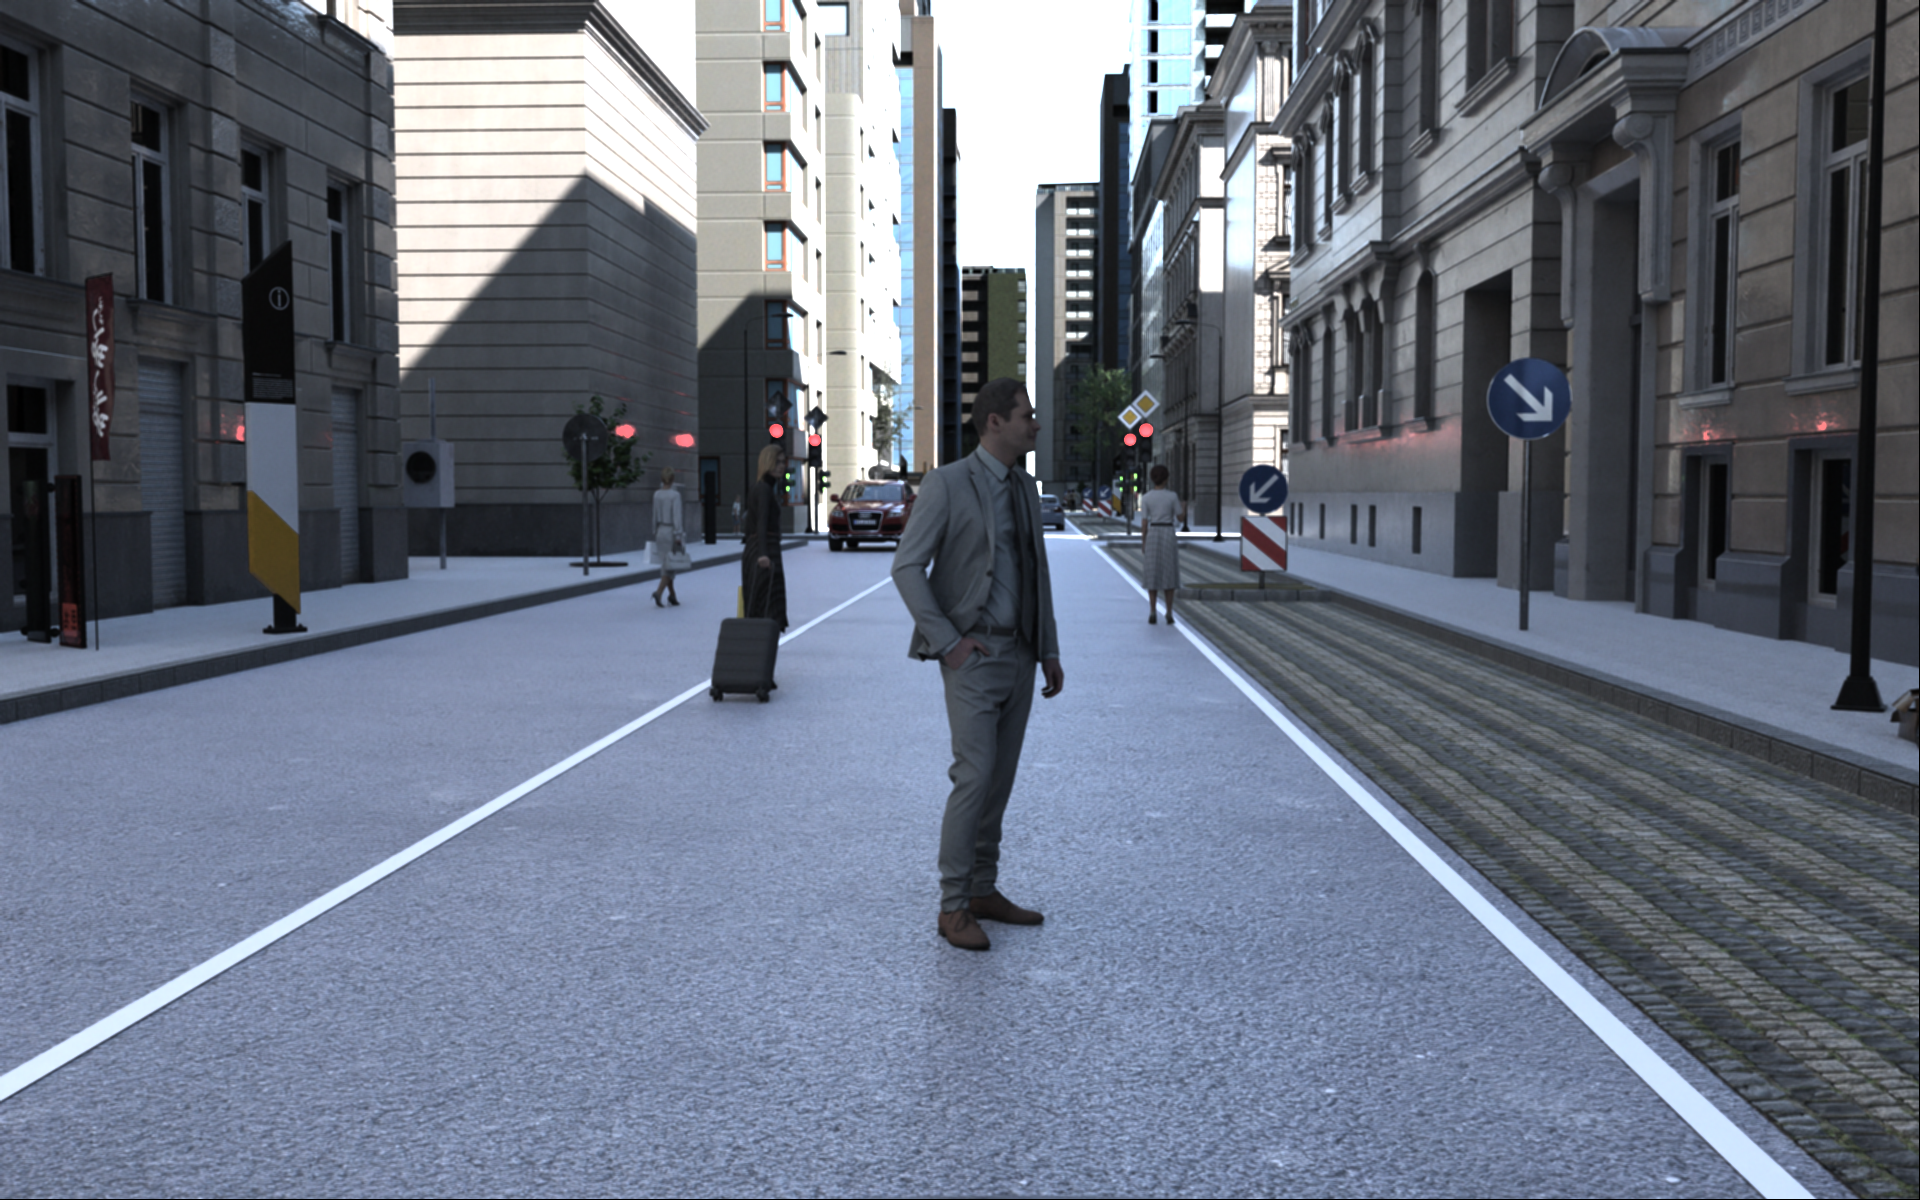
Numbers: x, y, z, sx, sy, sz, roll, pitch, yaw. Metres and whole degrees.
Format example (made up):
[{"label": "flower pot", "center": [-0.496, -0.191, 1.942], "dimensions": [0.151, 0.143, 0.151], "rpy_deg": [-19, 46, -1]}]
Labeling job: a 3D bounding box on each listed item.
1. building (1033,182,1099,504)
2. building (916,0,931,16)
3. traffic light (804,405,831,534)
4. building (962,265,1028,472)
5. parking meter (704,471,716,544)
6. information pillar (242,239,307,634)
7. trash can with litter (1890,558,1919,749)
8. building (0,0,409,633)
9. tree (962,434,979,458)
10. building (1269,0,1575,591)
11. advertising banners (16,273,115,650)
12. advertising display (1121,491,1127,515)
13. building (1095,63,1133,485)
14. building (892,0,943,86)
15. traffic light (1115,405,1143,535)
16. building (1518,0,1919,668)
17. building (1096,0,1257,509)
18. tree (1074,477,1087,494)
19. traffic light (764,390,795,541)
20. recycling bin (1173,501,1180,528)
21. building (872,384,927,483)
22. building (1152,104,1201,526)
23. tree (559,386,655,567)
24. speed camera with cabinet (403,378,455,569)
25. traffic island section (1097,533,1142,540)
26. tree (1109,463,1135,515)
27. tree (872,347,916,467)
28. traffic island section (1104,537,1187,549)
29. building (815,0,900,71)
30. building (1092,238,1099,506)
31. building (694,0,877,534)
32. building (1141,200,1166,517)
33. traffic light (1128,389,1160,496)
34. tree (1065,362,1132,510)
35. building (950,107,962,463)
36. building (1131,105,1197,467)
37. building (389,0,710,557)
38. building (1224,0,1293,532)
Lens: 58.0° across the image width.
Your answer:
[{"label": "building", "center": [16.359, -32.831, 220.379], "dimensions": [14.086, 41.232, 14.154], "rpy_deg": [0, 4, 3]}, {"label": "building", "center": [-11.172, -45.223, 177.653], "dimensions": [20.563, 71.187, 20.611], "rpy_deg": [0, 4, 3]}, {"label": "traffic light", "center": [-4.540, -4.035, 54.889], "dimensions": [0.839, 4.253, 0.868], "rpy_deg": [0, 4, 3]}, {"label": "building", "center": [1.667, -27.501, 221.345], "dimensions": [14.107, 30.474, 14.160], "rpy_deg": [0, 4, 3]}, {"label": "parking meter", "center": [-6.410, -2.368, 44.435], "dimensions": [0.255, 1.863, 0.399], "rpy_deg": [-1, 4, -15]}, {"label": "information pillar", "center": [-6.293, -1.499, 15.858], "dimensions": [0.183, 3.616, 0.504], "rpy_deg": [2, 4, 33]}, {"label": "trash can with litter", "center": [4.966, 0.165, 8.686], "dimensions": [0.624, 1.170, 1.055], "rpy_deg": [1, 4, 9]}, {"label": "building", "center": [-14.552, -13.234, 13.642], "dimensions": [12.463, 27.353, 25.104], "rpy_deg": [0, 4, 3]}, {"label": "tree", "center": [1.395, -15.733, 207.594], "dimensions": [4.737, 8.622, 4.395], "rpy_deg": [0, 3, 0]}, {"label": "building", "center": [14.105, -15.013, 32.849], "dimensions": [14.401, 28.519, 23.554], "rpy_deg": [0, 4, 3]}, {"label": "advertising banners", "center": [-7.459, -1.117, 14.456], "dimensions": [2.074, 3.025, 0.090], "rpy_deg": [3, 5, 42]}, {"label": "advertising display", "center": [10.101, -6.128, 105.405], "dimensions": [0.974, 1.923, 0.123], "rpy_deg": [0, 4, 6]}, {"label": "building", "center": [21.648, -32.488, 181.291], "dimensions": [14.600, 45.320, 14.200], "rpy_deg": [0, 4, 3]}, {"label": "building", "center": [-8.834, -31.244, 160.947], "dimensions": [14.600, 45.320, 14.200], "rpy_deg": [0, 4, 3]}, {"label": "traffic light", "center": [5.312, -4.009, 54.463], "dimensions": [0.839, 4.253, 0.868], "rpy_deg": [0, 4, 3]}, {"label": "building", "center": [13.263, -13.767, 10.994], "dimensions": [13.634, 28.700, 20.117], "rpy_deg": [0, 4, 3]}, {"label": "building", "center": [24.189, -51.610, 156.493], "dimensions": [22.319, 86.520, 31.000], "rpy_deg": [0, 4, 3]}, {"label": "tree", "center": [13.939, -12.564, 200.022], "dimensions": [1.663, 3.219, 1.824], "rpy_deg": [0, 3, 0]}, {"label": "traffic light", "center": [-4.900, -3.547, 46.912], "dimensions": [0.839, 4.253, 0.868], "rpy_deg": [0, 4, 3]}, {"label": "recycling bin", "center": [8.057, -3.303, 66.560], "dimensions": [0.722, 1.027, 0.722], "rpy_deg": [1, 4, 16]}, {"label": "building", "center": [-18.346, -27.558, 142.450], "dimensions": [32.217, 40.220, 23.993], "rpy_deg": [0, 4, 3]}, {"label": "building", "center": [14.495, -13.034, 77.733], "dimensions": [10.561, 19.102, 19.286], "rpy_deg": [0, 4, 3]}, {"label": "tree", "center": [-6.516, -2.210, 30.740], "dimensions": [1.663, 3.219, 1.824], "rpy_deg": [0, 3, 0]}, {"label": "speed camera with cabinet", "center": [-9.692, -2.150, 29.495], "dimensions": [2.038, 3.252, 0.660], "rpy_deg": [1, 4, 10]}, {"label": "traffic island section", "center": [5.351, -1.975, 54.575], "dimensions": [2.009, 0.180, 2.903], "rpy_deg": [0, 4, 3]}, {"label": "tree", "center": [9.968, -6.857, 106.719], "dimensions": [1.663, 3.219, 1.824], "rpy_deg": [0, 3, 0]}, {"label": "tree", "center": [-4.214, -8.334, 86.620], "dimensions": [4.360, 8.622, 3.978], "rpy_deg": [0, 3, 0]}, {"label": "traffic island section", "center": [4.992, -1.487, 46.598], "dimensions": [2.009, 0.180, 2.903], "rpy_deg": [0, 4, 3]}, {"label": "building", "center": [-17.874, -31.564, 105.308], "dimensions": [28.713, 52.752, 27.495], "rpy_deg": [0, 4, 3]}, {"label": "building", "center": [21.971, -25.986, 196.578], "dimensions": [14.160, 30.474, 14.107], "rpy_deg": [0, 4, 3]}, {"label": "building", "center": [-18.505, -13.767, 70.124], "dimensions": [27.650, 21.520, 28.899], "rpy_deg": [0, 4, 3]}, {"label": "building", "center": [15.761, -14.737, 95.696], "dimensions": [10.420, 20.320, 16.860], "rpy_deg": [0, 4, 3]}, {"label": "traffic light", "center": [4.952, -3.521, 46.486], "dimensions": [0.839, 4.253, 0.868], "rpy_deg": [0, 4, 3]}, {"label": "tree", "center": [12.180, -12.876, 136.274], "dimensions": [9.928, 11.665, 9.643], "rpy_deg": [0, 3, 0]}, {"label": "building", "center": [-7.207, -33.475, 197.432], "dimensions": [14.200, 45.320, 14.600], "rpy_deg": [0, 4, 3]}, {"label": "building", "center": [19.161, -19.737, 116.213], "dimensions": [14.314, 27.812, 24.014], "rpy_deg": [0, 4, 3]}, {"label": "building", "center": [-19.327, -14.897, 40.836], "dimensions": [25.104, 27.353, 12.463], "rpy_deg": [0, 4, 3]}, {"label": "building", "center": [18.510, -11.904, 59.259], "dimensions": [19.286, 19.102, 10.561], "rpy_deg": [0, 4, 3]}]
